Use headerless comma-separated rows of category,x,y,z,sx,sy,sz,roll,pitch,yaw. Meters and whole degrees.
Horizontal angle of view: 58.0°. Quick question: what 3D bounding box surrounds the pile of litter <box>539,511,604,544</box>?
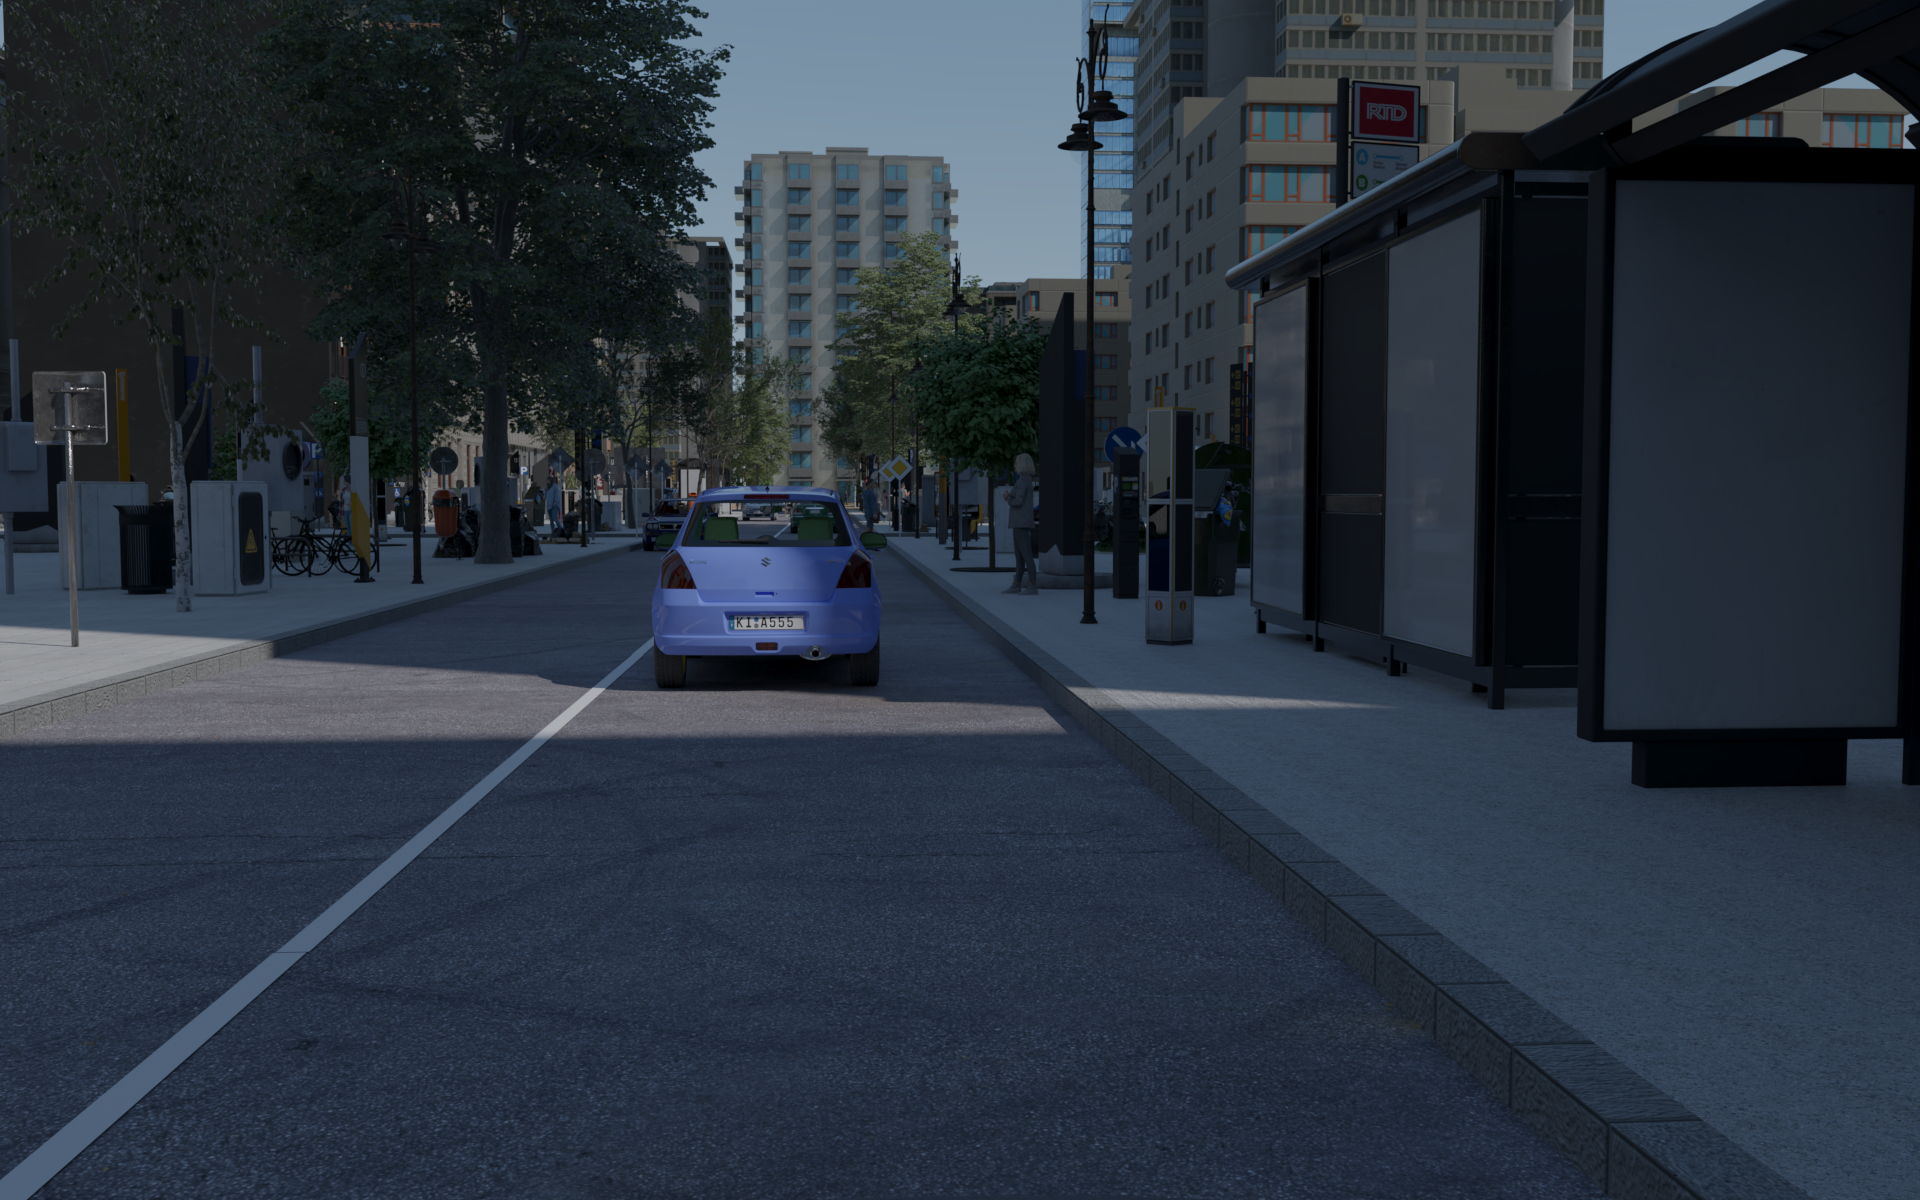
pile of litter,-10.058,-1.873,44.583,1.719,0.858,1.176,1,4,21

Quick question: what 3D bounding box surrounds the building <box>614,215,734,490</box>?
building,-44.154,-33.764,243.925,23.993,40.220,32.217,0,4,-4

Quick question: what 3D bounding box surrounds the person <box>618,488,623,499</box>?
person,-20.953,-6.171,107.116,0.709,1.800,0.728,-1,4,-20

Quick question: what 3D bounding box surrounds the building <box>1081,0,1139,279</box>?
building,29.298,-56.886,242.764,31.000,86.520,22.319,0,4,-4

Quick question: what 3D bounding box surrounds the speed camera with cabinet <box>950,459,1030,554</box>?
speed camera with cabinet,0.824,-2.647,37.609,2.038,3.252,0.660,2,4,26

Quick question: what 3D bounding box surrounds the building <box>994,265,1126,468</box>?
building,18.100,-18.916,154.311,27.650,21.520,28.899,0,4,-4

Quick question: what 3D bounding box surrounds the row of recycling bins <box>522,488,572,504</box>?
row of recycling bins,-26.194,-6.301,110.133,3.534,1.692,1.069,1,4,13

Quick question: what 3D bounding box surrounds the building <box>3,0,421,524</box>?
building,-32.348,-15.151,77.390,12.332,23.373,15.834,0,4,-4

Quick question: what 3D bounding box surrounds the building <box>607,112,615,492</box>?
building,-49.250,-32.189,180.910,28.867,44.769,22.147,0,4,-4

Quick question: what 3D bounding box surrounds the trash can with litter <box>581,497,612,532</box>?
trash can with litter,-12.351,-2.907,58.915,0.624,1.170,1.055,1,4,23

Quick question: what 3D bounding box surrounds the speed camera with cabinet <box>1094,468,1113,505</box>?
speed camera with cabinet,6.489,-5.019,76.396,2.038,3.252,0.660,2,4,34

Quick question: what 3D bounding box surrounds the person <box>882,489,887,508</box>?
person,-6.804,-9.161,156.496,0.621,1.740,0.551,3,4,37

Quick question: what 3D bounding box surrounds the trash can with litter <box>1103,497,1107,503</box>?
trash can with litter,6.418,-3.795,73.429,0.624,1.170,1.055,0,4,-7

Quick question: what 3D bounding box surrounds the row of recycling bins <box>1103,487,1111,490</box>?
row of recycling bins,8.253,-5.789,101.768,3.534,1.692,1.069,0,4,2

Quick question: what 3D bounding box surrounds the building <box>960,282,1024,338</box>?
building,7.054,-28.590,239.150,14.107,30.474,14.160,0,4,-4

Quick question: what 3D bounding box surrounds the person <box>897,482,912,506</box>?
person,-2.341,-4.164,74.487,0.716,1.782,0.532,2,4,34

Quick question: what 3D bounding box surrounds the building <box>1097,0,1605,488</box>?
building,25.071,-25.947,116.107,32.217,40.220,23.993,0,4,-4

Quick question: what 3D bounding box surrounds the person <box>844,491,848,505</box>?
person,-13.599,-12.205,206.520,0.530,1.710,0.541,-1,4,-18

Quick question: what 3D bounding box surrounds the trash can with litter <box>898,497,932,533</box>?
trash can with litter,-1.507,-2.840,57.822,1.055,1.170,0.624,-1,4,-19

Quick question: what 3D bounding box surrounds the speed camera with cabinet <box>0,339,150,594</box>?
speed camera with cabinet,-11.861,-1.747,22.906,0.660,3.252,2.038,2,4,34

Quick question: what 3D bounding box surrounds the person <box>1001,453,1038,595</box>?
person,0.735,-0.969,22.062,0.526,1.800,0.537,1,4,15

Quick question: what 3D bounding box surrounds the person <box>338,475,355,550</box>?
person,-13.865,-1.992,39.455,0.563,1.720,0.643,1,4,14

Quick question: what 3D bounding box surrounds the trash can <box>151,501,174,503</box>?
trash can,-14.038,-1.182,30.975,0.748,1.137,0.748,0,3,0

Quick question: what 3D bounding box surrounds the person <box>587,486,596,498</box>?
person,-19.850,-5.343,93.619,0.641,1.798,0.478,-3,5,-43

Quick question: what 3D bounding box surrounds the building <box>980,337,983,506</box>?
building,16.677,-20.678,183.132,27.650,21.520,28.899,0,4,-4

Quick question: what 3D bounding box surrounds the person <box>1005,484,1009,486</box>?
person,2.315,-4.718,83.582,0.834,1.777,0.661,-2,4,-23

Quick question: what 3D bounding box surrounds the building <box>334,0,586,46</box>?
building,-42.612,-29.960,144.468,22.147,44.769,28.867,0,4,-4

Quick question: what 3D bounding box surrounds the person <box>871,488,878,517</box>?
person,-4.456,-5.010,88.304,0.599,1.781,0.374,0,4,1

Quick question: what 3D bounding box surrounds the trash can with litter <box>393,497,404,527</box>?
trash can with litter,-21.837,-3.426,67.402,0.624,1.170,1.055,-2,4,-28

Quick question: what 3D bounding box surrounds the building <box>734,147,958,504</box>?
building,-15.780,-38.053,241.780,30.456,49.044,23.786,0,4,-4

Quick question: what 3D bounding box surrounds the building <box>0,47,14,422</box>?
building,-51.239,-14.958,73.444,19.941,23.489,11.050,0,4,-4

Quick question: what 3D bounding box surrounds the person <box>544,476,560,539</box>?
person,-11.681,-2.665,49.889,0.793,1.790,0.793,1,4,9

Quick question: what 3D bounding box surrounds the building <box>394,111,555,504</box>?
building,-35.141,-18.288,117.036,12.078,24.808,19.932,0,4,-4

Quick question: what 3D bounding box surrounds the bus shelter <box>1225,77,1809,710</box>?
bus shelter,3.636,-2.252,14.452,2.179,5.291,8.768,0,4,-4

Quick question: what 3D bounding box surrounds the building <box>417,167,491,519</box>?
building,-32.993,-15.896,96.061,11.583,22.565,21.152,0,4,-4

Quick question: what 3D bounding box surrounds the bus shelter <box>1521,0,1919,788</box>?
bus shelter,3.706,-0.681,5.055,2.014,3.302,5.546,0,4,-5

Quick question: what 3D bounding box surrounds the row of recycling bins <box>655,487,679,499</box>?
row of recycling bins,-17.398,-6.117,107.121,3.534,1.692,1.069,-3,4,-38

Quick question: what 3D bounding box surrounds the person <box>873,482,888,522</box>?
person,-3.685,-4.426,78.246,0.795,1.843,0.661,-1,4,-12

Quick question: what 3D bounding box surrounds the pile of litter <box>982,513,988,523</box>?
pile of litter,0.510,-3.773,75.655,1.719,0.858,1.176,-1,4,-9

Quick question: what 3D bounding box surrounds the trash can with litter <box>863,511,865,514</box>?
trash can with litter,-5.449,-5.806,106.317,1.055,1.170,0.624,0,4,6

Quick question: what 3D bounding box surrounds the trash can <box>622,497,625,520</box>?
trash can,-16.531,-4.484,84.960,0.748,1.137,0.748,0,3,0

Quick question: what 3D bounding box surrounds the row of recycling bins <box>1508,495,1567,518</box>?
row of recycling bins,12.086,-1.706,35.000,1.069,1.692,3.534,0,4,-8

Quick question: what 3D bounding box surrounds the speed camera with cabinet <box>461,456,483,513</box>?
speed camera with cabinet,-11.248,-2.838,40.741,0.660,3.252,2.038,-2,4,-29

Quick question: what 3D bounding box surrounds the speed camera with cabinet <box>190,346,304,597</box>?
speed camera with cabinet,-9.256,-1.726,22.551,0.660,3.252,2.038,0,4,4

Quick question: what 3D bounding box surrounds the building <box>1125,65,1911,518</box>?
building,25.170,-14.797,86.970,28.899,21.520,27.650,0,4,-4

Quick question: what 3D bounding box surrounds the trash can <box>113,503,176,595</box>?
trash can,-10.460,-0.649,22.258,0.748,1.137,0.748,0,3,0

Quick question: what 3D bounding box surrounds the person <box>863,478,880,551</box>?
person,-2.299,-2.120,43.190,0.654,1.822,0.581,-1,4,-9

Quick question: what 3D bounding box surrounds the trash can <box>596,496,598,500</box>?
trash can,-26.464,-6.967,125.569,0.748,1.137,0.748,0,3,0
